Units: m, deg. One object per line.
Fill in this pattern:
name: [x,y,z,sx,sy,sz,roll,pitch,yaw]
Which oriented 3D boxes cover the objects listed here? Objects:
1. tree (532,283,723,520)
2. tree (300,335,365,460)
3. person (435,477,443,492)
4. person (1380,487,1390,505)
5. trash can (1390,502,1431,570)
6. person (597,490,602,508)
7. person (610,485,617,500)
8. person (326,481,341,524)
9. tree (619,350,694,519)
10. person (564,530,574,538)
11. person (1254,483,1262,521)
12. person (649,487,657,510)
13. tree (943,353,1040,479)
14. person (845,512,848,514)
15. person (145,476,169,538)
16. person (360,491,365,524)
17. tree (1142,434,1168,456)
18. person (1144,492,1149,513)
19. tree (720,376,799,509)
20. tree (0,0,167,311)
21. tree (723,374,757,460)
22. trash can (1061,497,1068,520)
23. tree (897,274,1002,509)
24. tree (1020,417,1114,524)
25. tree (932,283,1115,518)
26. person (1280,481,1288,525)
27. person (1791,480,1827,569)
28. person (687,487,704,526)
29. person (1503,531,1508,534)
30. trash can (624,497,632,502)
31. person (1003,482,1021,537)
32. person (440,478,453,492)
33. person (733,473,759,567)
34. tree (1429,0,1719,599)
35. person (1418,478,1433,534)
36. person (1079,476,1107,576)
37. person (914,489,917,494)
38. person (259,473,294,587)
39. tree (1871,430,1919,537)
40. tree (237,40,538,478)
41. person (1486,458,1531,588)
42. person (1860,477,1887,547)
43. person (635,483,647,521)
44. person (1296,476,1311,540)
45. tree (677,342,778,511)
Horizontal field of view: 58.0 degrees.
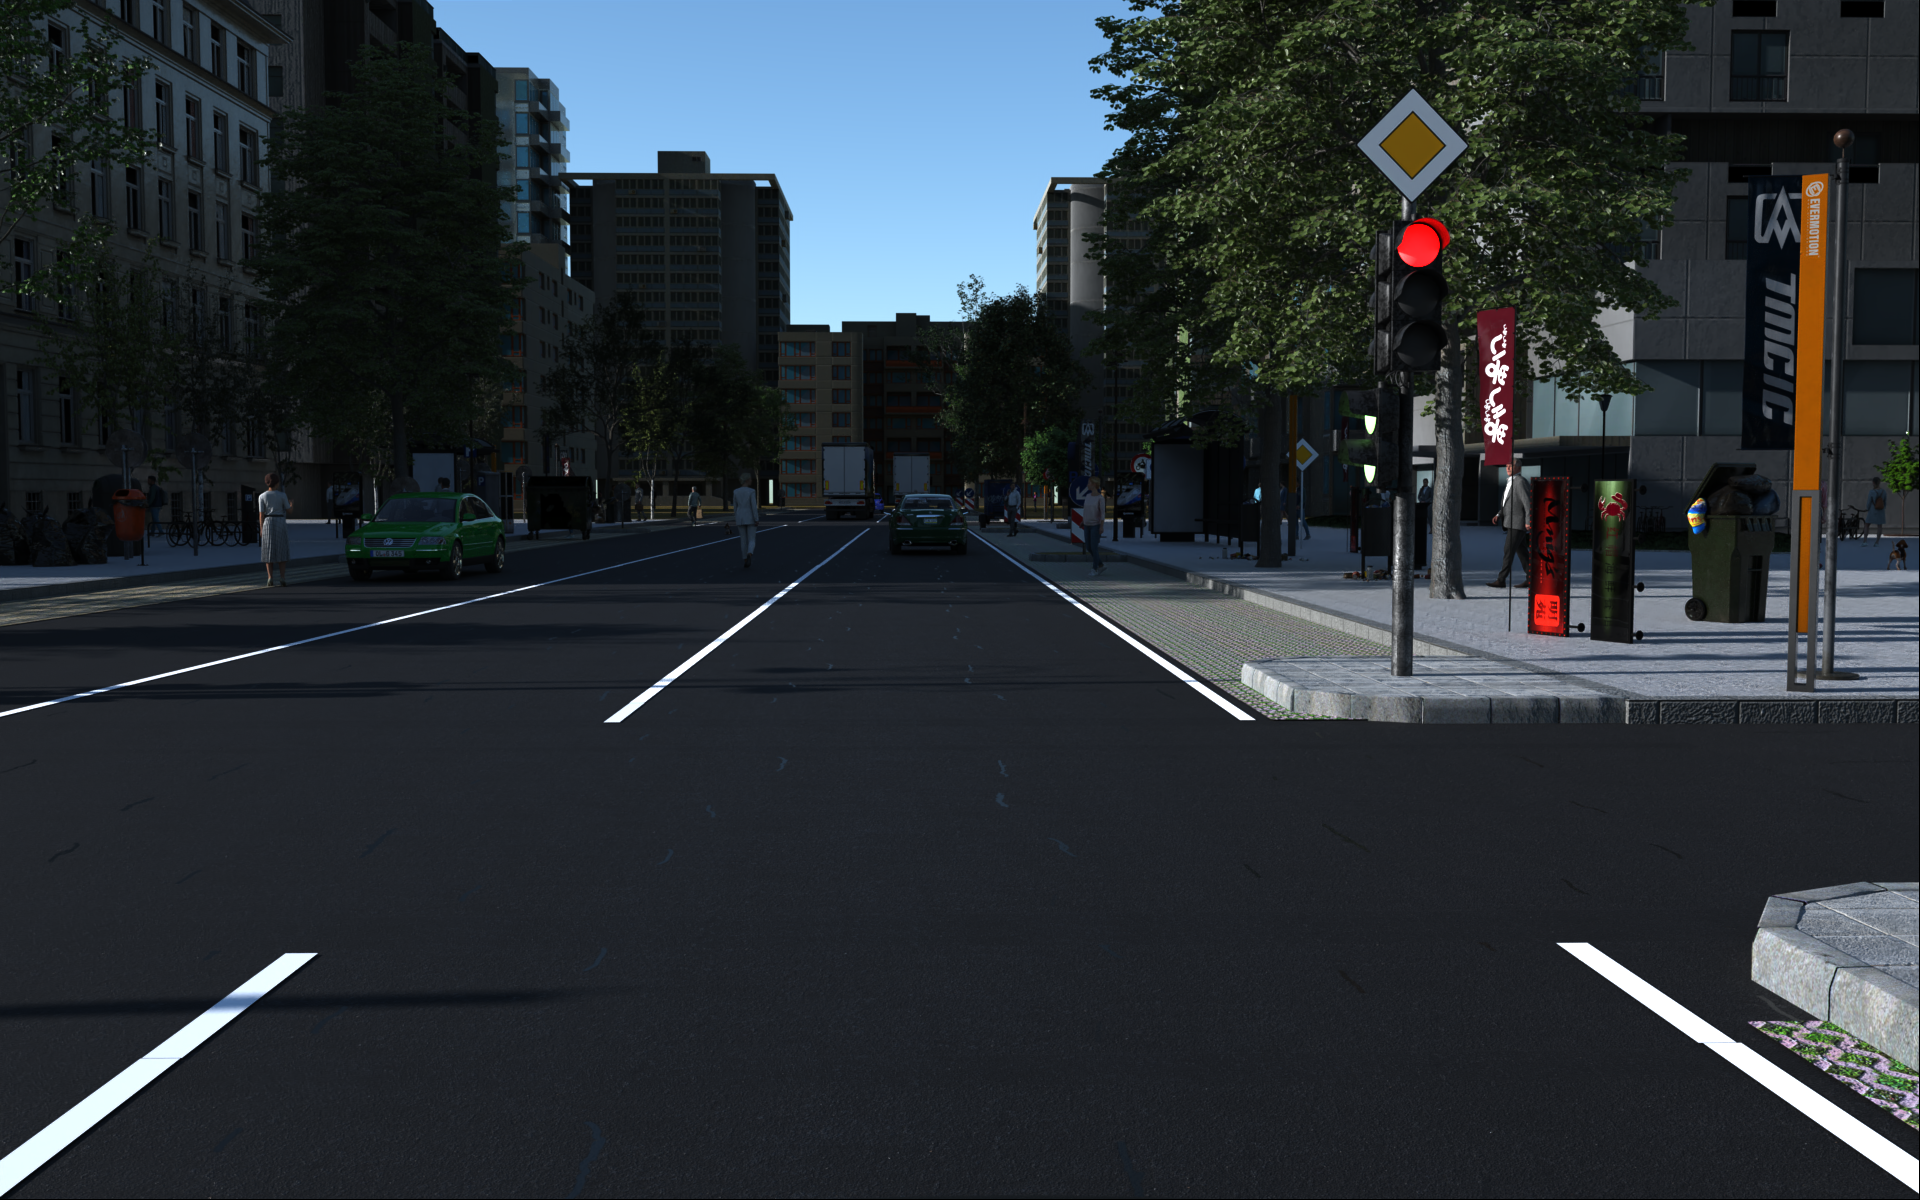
tree: [-15.346,-8.676,76.271,7.601,10.594,8.767,0,4,5]
tree: [-25.112,-6.924,63.564,4.360,8.622,3.978,0,3,0]
person: [-16.247,-2.936,54.154,0.391,1.810,0.635,-2,4,-28]
person: [14.311,-3.201,58.605,0.641,1.798,0.478,3,5,41]
trash can: [7.638,-1.090,29.482,0.748,1.137,0.748,0,3,0]
person: [-30.865,-8.609,148.277,0.593,1.643,0.415,2,4,27]
person: [-20.582,-5.924,102.995,0.705,1.812,1.348,1,4,12]
person: [-26.783,-4.152,74.036,0.850,1.850,0.679,2,4,30]
tree: [-15.788,-8.479,88.988,4.737,8.622,4.395,0,3,0]
person: [-12.644,-2.894,56.081,0.793,1.790,0.793,-1,4,-23]
person: [14.108,-4.649,82.068,0.620,1.820,0.660,-2,4,-34]
person: [-25.496,-8.457,143.945,0.705,1.869,1.348,-3,4,-36]
tree: [2.383,-12.000,121.956,9.928,11.665,9.643,0,3,0]
person: [-8.228,-7.114,125.529,0.721,1.735,1.217,-1,4,-16]
person: [-23.666,-2.738,50.793,0.713,1.824,0.794,1,4,9]
person: [-25.428,-4.074,73.222,0.524,1.755,0.480,0,4,4]
tree: [10.492,-6.232,85.600,4.285,4.588,4.351,0,3,0]
person: [12.787,-6.644,117.907,0.697,1.427,0.421,2,4,33]
tree: [-18.062,-13.961,154.014,9.928,11.665,9.643,0,3,0]
tree: [-14.856,-6.015,24.104,9.928,11.665,9.643,0,3,0]
tree: [-15.928,-9.955,97.174,7.601,10.594,8.767,3,5,42]
trash can: [5.408,-4.573,86.425,0.748,1.137,0.748,0,3,0]
tree: [0.553,-18.108,151.954,12.611,20.169,13.585,0,3,0]
tree: [4.808,-5.481,73.330,4.285,4.588,4.351,0,3,0]
tree: [3.259,-10.858,94.541,9.611,12.733,9.660,0,3,0]
person: [13.245,-3.958,70.782,0.654,1.822,0.581,0,4,1]
person: [14.641,-1.456,29.862,0.555,1.821,0.388,1,4,16]
person: [-11.808,-4.187,77.447,0.515,1.767,0.782,3,5,43]
person: [17.527,-2.988,55.085,0.526,1.800,0.537,2,4,24]
trash can: [-16.847,-4.611,87.038,0.748,1.137,0.748,0,3,0]
person: [1.742,-3.031,58.155,0.679,1.850,0.850,2,4,32]
person: [-11.299,-1.793,38.090,0.678,1.792,0.850,-2,4,-25]
person: [-4.142,-1.536,33.495,0.514,1.842,0.818,0,4,0]
tree: [5.618,-6.280,20.802,7.486,12.596,7.792,0,3,0]
person: [15.001,-3.029,55.843,0.520,1.790,0.573,1,4,21]
person: [2.352,-1.287,30.214,0.731,1.740,0.598,3,5,45]
person: [-2.844,-6.427,114.312,0.721,1.736,1.217,-1,4,-15]
person: [-10.570,-1.085,26.812,0.480,1.755,0.524,-1,4,-13]
tree: [28.687,-3.545,52.561,1.663,3.219,1.824,0,3,0]
tree: [-14.409,-7.681,43.710,7.486,12.596,7.792,0,3,0]
person: [7.480,-1.046,23.535,0.834,1.777,0.661,-1,4,-13]
person: [22.289,-2.147,42.153,0.512,1.701,0.522,0,4,-1]
person: [-15.286,-4.663,82.409,0.709,1.813,0.853,3,4,37]
person: [9.441,-2.565,48.332,0.721,1.781,0.623,-3,4,-38]
tree: [-17.479,-12.923,129.416,7.486,12.596,7.792,0,3,0]
